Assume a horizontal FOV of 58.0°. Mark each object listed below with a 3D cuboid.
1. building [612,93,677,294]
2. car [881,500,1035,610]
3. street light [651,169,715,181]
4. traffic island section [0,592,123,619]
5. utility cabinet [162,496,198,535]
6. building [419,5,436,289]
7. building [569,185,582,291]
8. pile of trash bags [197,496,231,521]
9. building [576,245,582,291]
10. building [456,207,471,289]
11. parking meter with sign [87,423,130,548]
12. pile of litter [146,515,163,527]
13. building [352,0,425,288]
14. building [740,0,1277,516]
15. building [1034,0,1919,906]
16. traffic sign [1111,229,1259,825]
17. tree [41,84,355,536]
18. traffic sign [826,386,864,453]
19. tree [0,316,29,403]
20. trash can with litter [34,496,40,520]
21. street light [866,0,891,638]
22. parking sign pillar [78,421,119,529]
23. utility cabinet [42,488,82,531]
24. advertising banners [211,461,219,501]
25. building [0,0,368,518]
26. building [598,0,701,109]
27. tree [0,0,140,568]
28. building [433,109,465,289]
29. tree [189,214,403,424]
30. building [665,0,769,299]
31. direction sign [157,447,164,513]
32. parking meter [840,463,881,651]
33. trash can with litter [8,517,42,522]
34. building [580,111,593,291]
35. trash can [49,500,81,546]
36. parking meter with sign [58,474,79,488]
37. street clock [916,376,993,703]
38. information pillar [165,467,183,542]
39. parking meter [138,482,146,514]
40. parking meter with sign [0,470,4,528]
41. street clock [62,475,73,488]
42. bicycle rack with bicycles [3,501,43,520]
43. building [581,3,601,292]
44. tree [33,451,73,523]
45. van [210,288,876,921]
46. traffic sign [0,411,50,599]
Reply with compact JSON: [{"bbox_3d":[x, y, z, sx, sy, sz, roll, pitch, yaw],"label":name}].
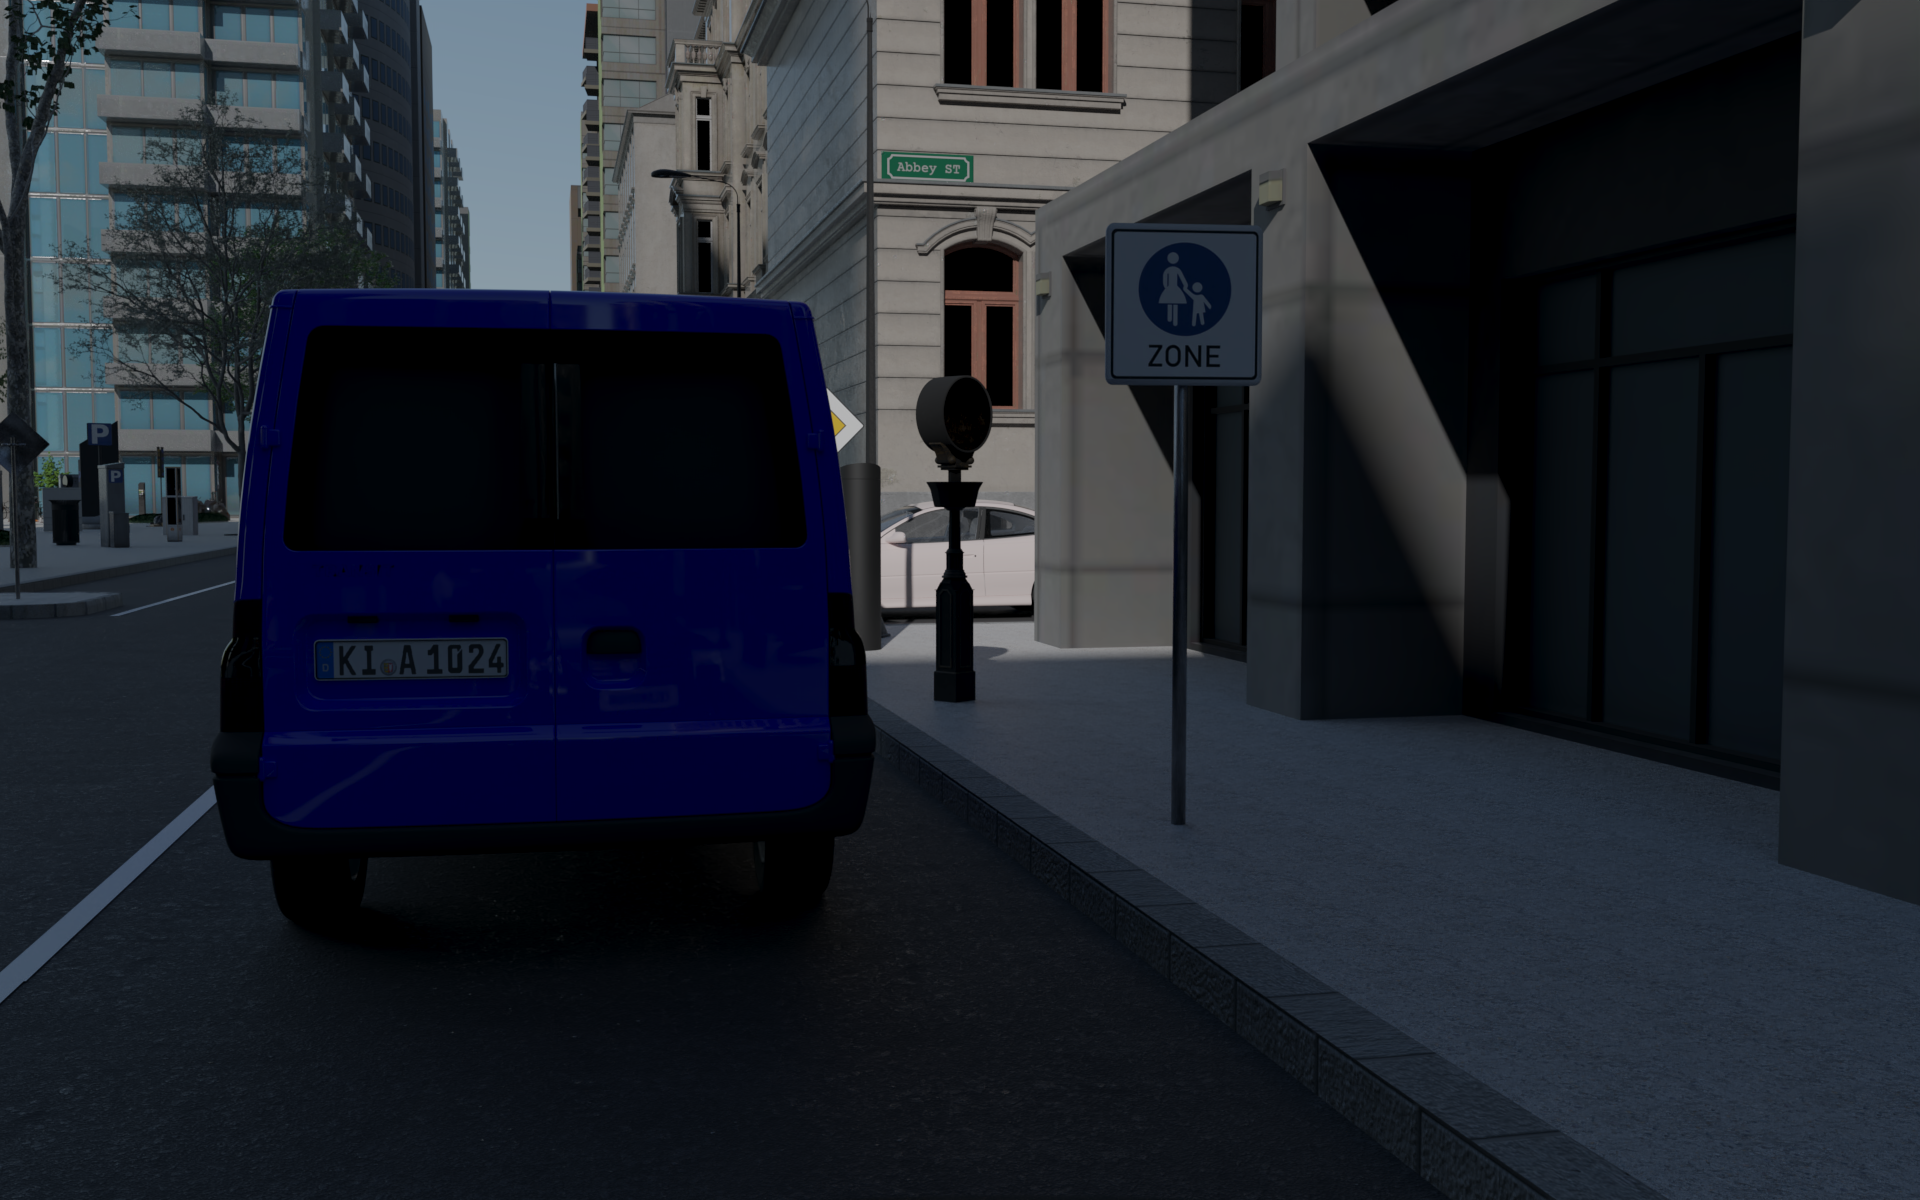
[{"bbox_3d":[-12.296,-14.617,88.134,9.793,20.994,18.267,-1,4,-13],"label":"building"},{"bbox_3d":[-0.316,-0.491,20.393,4.827,1.381,2.083,-1,4,-13],"label":"car"},{"bbox_3d":[-3.727,-3.211,25.039,1.470,5.913,1.316,-1,4,-13],"label":"street light"},{"bbox_3d":[-11.536,0.068,21.172,2.009,0.180,2.903,-1,4,-13],"label":"traffic island section"},{"bbox_3d":[-24.376,-2.628,54.133,1.020,1.237,0.306,0,4,6],"label":"utility cabinet"},{"bbox_3d":[-54.723,-30.922,155.680,14.600,45.320,14.200,-1,4,-13],"label":"building"},{"bbox_3d":[-47.925,-36.414,245.486,14.600,45.320,14.200,-1,4,-13],"label":"building"},{"bbox_3d":[-35.615,-4.495,83.250,3.447,1.369,1.912,-2,4,-32],"label":"pile of trash bags"},{"bbox_3d":[-37.811,-26.421,203.677,14.160,30.474,14.107,-1,4,-13],"label":"building"},{"bbox_3d":[-74.670,-33.923,238.239,14.154,41.232,14.086,-1,4,-13],"label":"building"},{"bbox_3d":[-20.548,-2.792,41.908,0.543,3.016,1.738,-3,5,-41],"label":"parking meter with sign"},{"bbox_3d":[-31.124,-3.323,68.289,1.719,0.858,1.176,-1,4,-14],"label":"pile of litter"},{"bbox_3d":[-53.364,-36.180,133.543,21.231,58.520,28.212,-1,4,-13],"label":"building"},{"bbox_3d":[8.103,-15.018,32.938,23.554,28.519,14.401,-1,4,-13],"label":"building"},{"bbox_3d":[12.969,-34.684,5.342,20.563,71.187,20.611,-1,4,-13],"label":"building"},{"bbox_3d":[0.848,-0.277,6.664,0.606,2.300,0.079,0,4,-7],"label":"traffic sign"},{"bbox_3d":[-22.205,-8.725,53.019,12.009,13.543,11.850,0,3,0],"label":"tree"},{"bbox_3d":[-1.241,-0.715,15.339,0.795,2.450,0.064,-1,4,-13],"label":"traffic sign"},{"bbox_3d":[-34.808,-6.723,60.285,4.737,8.622,4.395,0,3,0],"label":"tree"},{"bbox_3d":[-45.158,-4.437,83.933,1.055,1.170,0.624,1,4,20],"label":"trash can with litter"},{"bbox_3d":[-1.323,-2.613,15.271,1.470,5.913,1.316,-1,4,-13],"label":"street light"},{"bbox_3d":[-31.494,-4.580,63.347,1.447,3.967,1.447,-3,4,-38],"label":"parking sign pillar"},{"bbox_3d":[-30.579,-3.077,58.996,1.173,1.500,0.318,-2,4,-30],"label":"utility cabinet"},{"bbox_3d":[-38.726,-5.744,90.104,0.090,3.025,2.074,-1,4,-13],"label":"advertising banners"},{"bbox_3d":[-48.218,-29.685,104.955,23.786,49.044,30.456,-1,4,-13],"label":"building"},{"bbox_3d":[-15.375,-25.969,108.183,14.154,41.232,14.086,-1,4,-13],"label":"building"},{"bbox_3d":[-17.800,-10.620,29.520,12.611,20.169,13.585,0,3,0],"label":"tree"},{"bbox_3d":[-73.280,-36.424,215.137,23.786,49.044,30.456,-1,4,-13],"label":"building"},{"bbox_3d":[-24.180,-8.424,63.483,9.928,11.665,9.643,0,3,0],"label":"tree"},{"bbox_3d":[-3.211,-14.900,62.706,14.460,24.649,34.723,-1,4,-13],"label":"building"},{"bbox_3d":[-38.267,-5.563,82.953,0.379,3.537,0.876,0,4,-7],"label":"direction sign"},{"bbox_3d":[-0.836,-0.358,14.268,0.372,1.533,0.369,0,3,0],"label":"parking meter"},{"bbox_3d":[-43.190,-4.205,79.801,2.233,1.210,1.678,1,4,14],"label":"trash can with litter"},{"bbox_3d":[-34.205,-30.957,189.742,14.154,41.232,14.086,-1,4,-13],"label":"building"},{"bbox_3d":[-22.378,-1.938,43.337,0.748,1.137,0.748,0,3,0],"label":"trash can"},{"bbox_3d":[-34.371,-4.315,66.808,1.738,3.016,0.543,-3,4,-36],"label":"parking meter with sign"},{"bbox_3d":[-0.033,-0.375,10.700,0.358,2.002,0.471,3,5,41],"label":"street clock"},{"bbox_3d":[-21.108,-2.570,46.505,0.304,2.012,0.304,0,4,-2],"label":"information pillar"},{"bbox_3d":[-40.620,-4.912,86.014,0.255,1.863,0.399,-1,4,-12],"label":"parking meter"},{"bbox_3d":[-31.108,-3.631,55.623,0.543,3.016,1.738,-1,4,-13],"label":"parking meter with sign"},{"bbox_3d":[-33.882,-3.746,65.815,0.471,2.002,0.358,3,5,41],"label":"street clock"},{"bbox_3d":[-46.915,-4.486,86.731,2.852,0.926,2.925,1,4,10],"label":"bicycle rack with bicycles"},{"bbox_3d":[-22.820,-30.761,157.574,22.147,44.769,28.867,-1,4,-13],"label":"building"},{"bbox_3d":[-40.712,-5.063,77.378,1.663,3.219,1.824,0,3,0],"label":"tree"},{"bbox_3d":[-1.728,-0.197,7.606,2.240,2.365,5.245,-1,4,-12],"label":"van"},{"bbox_3d":[-11.515,-1.069,21.116,0.795,2.450,0.064,-1,4,-13],"label":"traffic sign"}]
